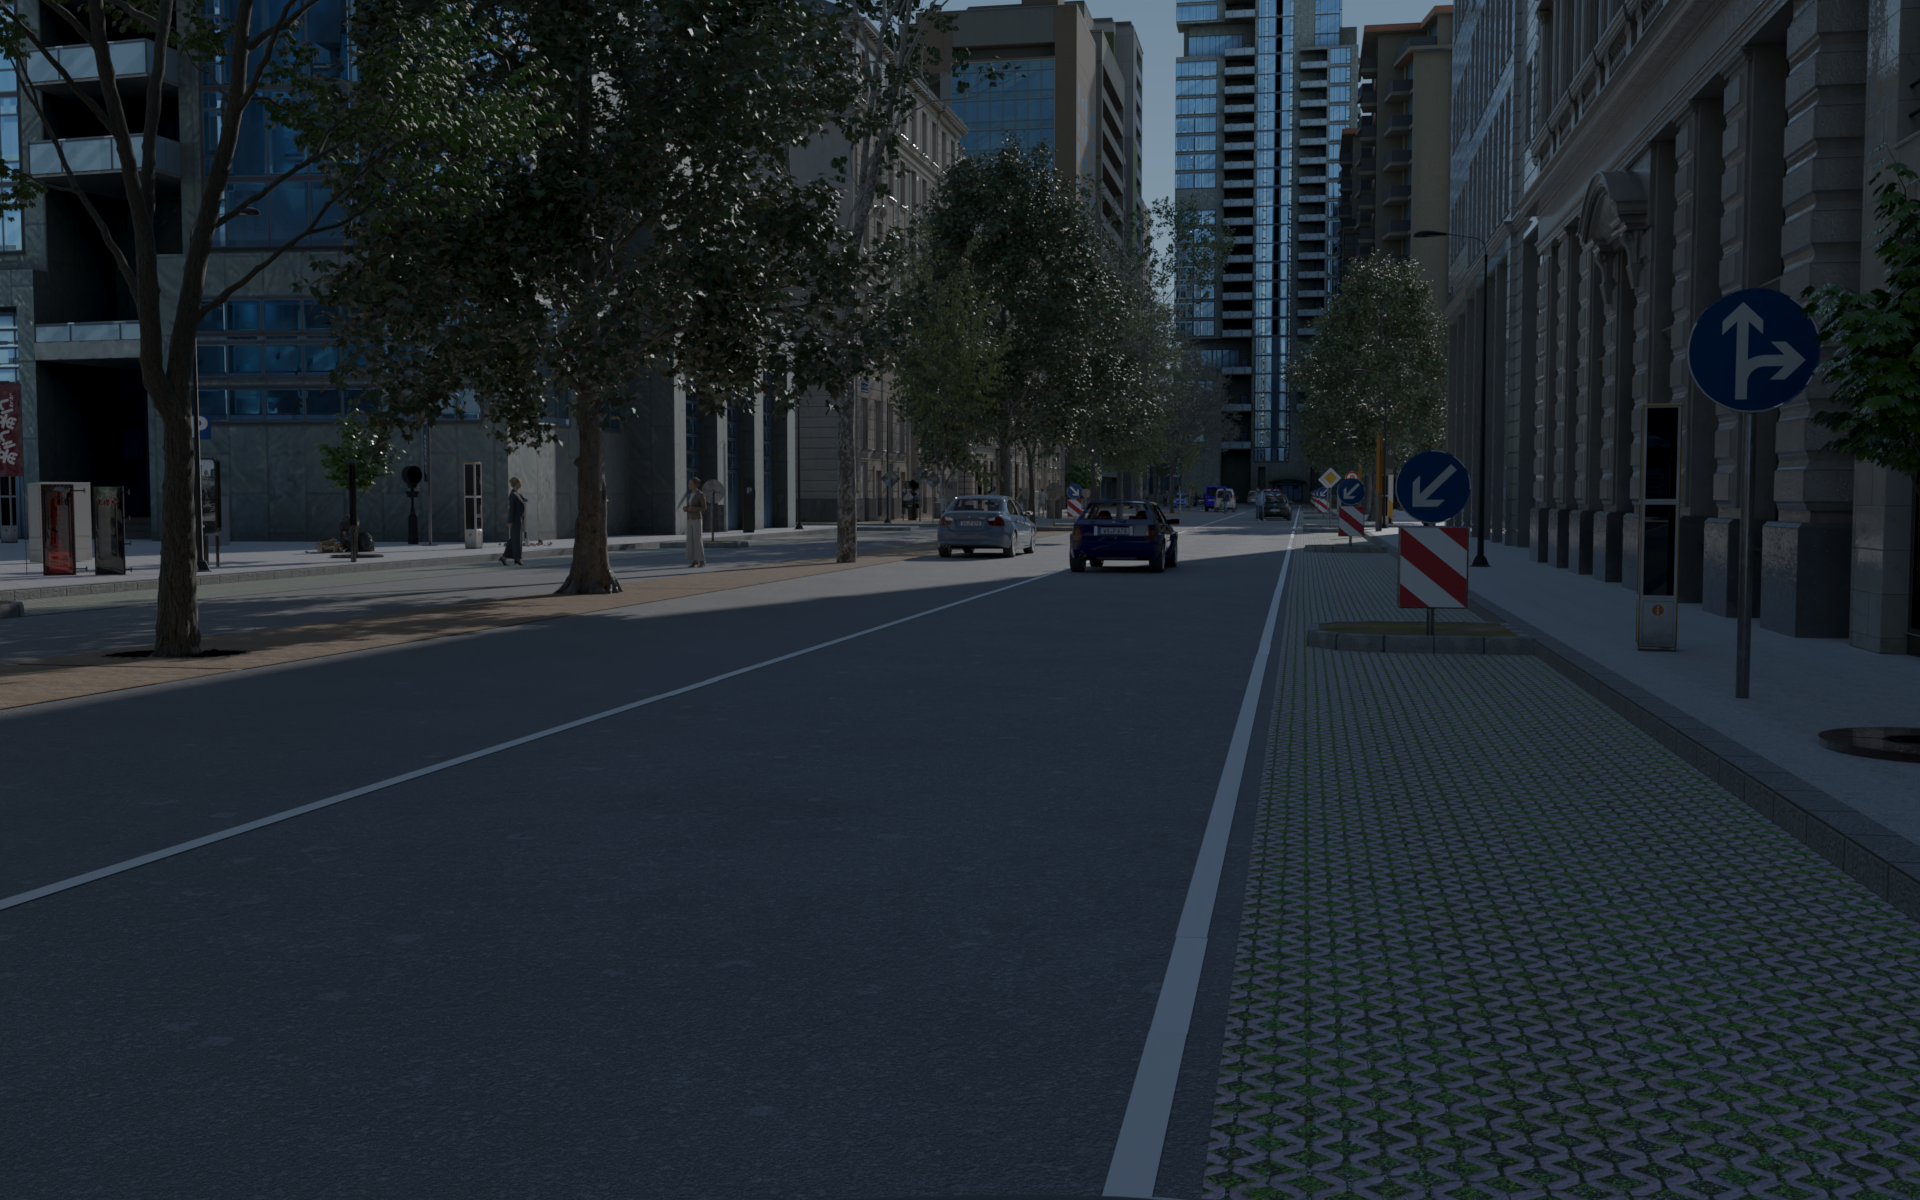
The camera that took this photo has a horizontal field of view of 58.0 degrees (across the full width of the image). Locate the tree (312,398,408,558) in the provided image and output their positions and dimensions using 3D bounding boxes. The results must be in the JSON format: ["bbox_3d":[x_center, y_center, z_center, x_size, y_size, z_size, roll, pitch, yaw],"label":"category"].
[{"bbox_3d":[-12.320,-2.475,35.071,1.663,3.219,1.824,0,3,0],"label":"tree"}]

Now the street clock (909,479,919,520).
[{"bbox_3d":[-2.235,-4.873,84.242,0.471,2.002,0.358,-1,4,-20],"label":"street clock"}]

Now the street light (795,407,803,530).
[{"bbox_3d":[-5.297,-5.500,62.460,1.470,5.913,1.316,1,4,11],"label":"street light"}]

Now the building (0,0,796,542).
[{"bbox_3d":[-23.697,-45.468,56.067,31.000,86.520,22.319,1,4,11],"label":"building"}]

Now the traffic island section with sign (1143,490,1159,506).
[{"bbox_3d":[18.866,-10.229,175.876,1.989,1.847,2.006,1,4,11],"label":"traffic island section with sign"}]

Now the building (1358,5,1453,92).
[{"bbox_3d":[47.860,-30.899,159.824,22.147,44.769,28.867,1,4,11],"label":"building"}]

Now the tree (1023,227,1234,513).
[{"bbox_3d":[6.140,-10.190,79.438,12.009,13.543,11.850,0,3,0],"label":"tree"}]

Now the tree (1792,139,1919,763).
[{"bbox_3d":[5.000,-0.852,8.530,1.663,3.219,1.824,0,3,0],"label":"tree"}]

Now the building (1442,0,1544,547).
[{"bbox_3d":[20.073,-16.469,46.753,11.434,29.767,29.804,1,4,11],"label":"building"}]

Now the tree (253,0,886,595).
[{"bbox_3d":[-5.294,-6.439,24.748,9.611,12.733,9.660,0,3,0],"label":"tree"}]

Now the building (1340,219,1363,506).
[{"bbox_3d":[47.252,-25.110,182.242,14.160,30.474,14.107,1,4,11],"label":"building"}]

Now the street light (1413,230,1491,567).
[{"bbox_3d":[8.672,-3.549,30.559,1.470,5.913,1.316,1,4,11],"label":"street light"}]

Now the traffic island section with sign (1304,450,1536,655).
[{"bbox_3d":[4.308,-0.475,16.402,1.989,1.847,2.006,1,4,11],"label":"traffic island section with sign"}]

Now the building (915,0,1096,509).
[{"bbox_3d":[4.646,-31.077,158.227,14.600,45.320,14.200,1,4,11],"label":"building"}]

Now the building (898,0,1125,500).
[{"bbox_3d":[4.986,-33.831,176.845,21.300,48.544,21.600,1,4,11],"label":"building"}]

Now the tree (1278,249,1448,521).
[{"bbox_3d":[19.618,-10.040,81.157,9.611,12.733,9.660,0,3,0],"label":"tree"}]

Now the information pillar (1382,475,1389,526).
[{"bbox_3d":[16.007,-3.723,65.359,0.304,2.012,0.304,0,4,8],"label":"information pillar"}]

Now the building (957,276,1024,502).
[{"bbox_3d":[-2.016,-15.138,112.142,10.561,19.102,19.286,1,4,11],"label":"building"}]

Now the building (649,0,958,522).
[{"bbox_3d":[-7.922,-17.933,90.473,12.463,27.353,25.104,1,4,11],"label":"building"}]

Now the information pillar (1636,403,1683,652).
[{"bbox_3d":[5.723,-0.593,14.184,0.304,2.012,0.304,1,4,18],"label":"information pillar"}]

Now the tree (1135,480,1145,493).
[{"bbox_3d":[21.331,-12.792,203.753,1.663,3.219,1.824,0,3,0],"label":"tree"}]

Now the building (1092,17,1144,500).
[{"bbox_3d":[8.164,-41.207,215.740,28.212,58.520,21.231,1,4,11],"label":"building"}]

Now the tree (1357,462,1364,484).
[{"bbox_3d":[29.757,-10.856,127.859,4.360,8.622,3.978,0,3,0],"label":"tree"}]

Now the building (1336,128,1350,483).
[{"bbox_3d":[55.398,-33.529,202.824,22.147,44.769,28.867,1,4,11],"label":"building"}]

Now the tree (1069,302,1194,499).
[{"bbox_3d":[8.356,-10.423,91.008,7.486,12.596,7.792,0,3,0],"label":"tree"}]

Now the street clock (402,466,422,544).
[{"bbox_3d":[-13.955,-2.421,44.147,0.358,2.002,0.471,3,4,36],"label":"street clock"}]

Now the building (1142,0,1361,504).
[{"bbox_3d":[41.932,-56.725,240.121,31.000,86.520,22.319,1,4,11],"label":"building"}]

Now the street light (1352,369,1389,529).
[{"bbox_3d":[15.264,-5.621,64.447,1.470,5.913,1.316,1,4,11],"label":"street light"}]

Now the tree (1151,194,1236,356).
[{"bbox_3d":[9.503,-14.918,102.256,12.611,20.169,13.585,0,3,0],"label":"tree"}]

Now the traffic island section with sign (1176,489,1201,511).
[{"bbox_3d":[19.599,-8.569,148.246,2.006,1.907,1.989,1,4,11],"label":"traffic island section with sign"}]

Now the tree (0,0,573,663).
[{"bbox_3d":[-6.811,-5.294,14.763,9.928,11.665,9.643,0,3,0],"label":"tree"}]

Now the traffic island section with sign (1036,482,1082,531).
[{"bbox_3d":[3.570,-3.616,67.265,2.006,1.907,1.989,1,4,11],"label":"traffic island section with sign"}]

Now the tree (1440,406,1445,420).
[{"bbox_3d":[32.004,-10.163,116.526,4.360,8.622,3.978,0,3,0],"label":"tree"}]

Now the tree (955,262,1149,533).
[{"bbox_3d":[2.736,-7.699,62.745,8.767,10.594,7.601,1,4,11],"label":"tree"}]

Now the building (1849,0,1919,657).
[{"bbox_3d":[10.986,-9.178,4.805,10.420,20.320,16.860,1,4,11],"label":"building"}]

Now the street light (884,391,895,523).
[{"bbox_3d":[-2.665,-6.337,76.150,1.470,5.913,1.316,1,4,11],"label":"street light"}]

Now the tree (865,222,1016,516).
[{"bbox_3d":[-0.444,-5.653,45.246,4.737,8.622,4.395,0,3,0],"label":"tree"}]

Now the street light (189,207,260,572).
[{"bbox_3d":[-12.026,-3.412,28.328,1.470,5.913,1.316,1,4,11],"label":"street light"}]

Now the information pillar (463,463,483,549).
[{"bbox_3d":[-11.394,-2.204,40.530,0.304,2.012,0.304,1,4,15],"label":"information pillar"}]

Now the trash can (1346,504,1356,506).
[{"bbox_3d":[25.581,-6.220,113.354,0.748,1.137,0.748,0,3,0],"label":"trash can"}]

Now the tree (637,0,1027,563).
[{"bbox_3d":[-3.386,-10.899,36.547,12.611,20.169,13.585,0,3,0],"label":"tree"}]

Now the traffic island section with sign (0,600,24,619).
[{"bbox_3d":[-12.006,-0.687,19.855,1.989,1.847,2.006,1,4,11],"label":"traffic island section with sign"}]

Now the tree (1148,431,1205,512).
[{"bbox_3d":[17.309,-11.191,135.793,4.737,8.622,4.395,0,3,0],"label":"tree"}]

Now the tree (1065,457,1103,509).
[{"bbox_3d":[10.588,-10.049,148.015,4.285,4.588,4.351,0,3,0],"label":"tree"}]

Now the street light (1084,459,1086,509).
[{"bbox_3d":[11.010,-10.527,144.652,1.470,5.913,1.316,1,4,11],"label":"street light"}]

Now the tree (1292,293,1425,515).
[{"bbox_3d":[25.324,-12.288,107.564,9.857,13.997,8.962,0,3,0],"label":"tree"}]

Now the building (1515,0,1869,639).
[{"bbox_3d":[13.931,-11.864,22.850,11.050,23.489,19.941,1,4,11],"label":"building"}]

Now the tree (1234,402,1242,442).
[{"bbox_3d":[12.956,-12.355,114.824,12.009,13.543,11.850,0,3,0],"label":"tree"}]

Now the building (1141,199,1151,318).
[{"bbox_3d":[19.018,-34.143,241.831,14.086,41.232,14.154,1,4,11],"label":"building"}]

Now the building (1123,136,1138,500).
[{"bbox_3d":[12.080,-31.207,193.823,14.154,41.232,14.086,1,4,11],"label":"building"}]

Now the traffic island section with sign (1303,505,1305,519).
[{"bbox_3d":[9.543,-2.093,42.846,1.989,1.847,2.006,1,4,11],"label":"traffic island section with sign"}]

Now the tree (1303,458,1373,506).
[{"bbox_3d":[32.158,-13.820,144.083,7.486,12.596,7.792,0,3,0],"label":"tree"}]

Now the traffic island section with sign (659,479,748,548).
[{"bbox_3d":[-6.760,-2.307,46.344,1.989,1.847,2.006,1,4,11],"label":"traffic island section with sign"}]

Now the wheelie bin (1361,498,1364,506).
[{"bbox_3d":[27.387,-6.644,116.530,0.693,1.594,0.980,-2,4,-33],"label":"wheelie bin"}]

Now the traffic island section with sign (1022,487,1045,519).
[{"bbox_3d":[3.894,-5.600,100.181,1.989,1.847,2.006,1,4,11],"label":"traffic island section with sign"}]

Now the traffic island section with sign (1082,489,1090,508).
[{"bbox_3d":[9.271,-7.261,127.350,1.989,1.847,2.006,1,4,11],"label":"traffic island section with sign"}]

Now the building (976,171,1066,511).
[{"bbox_3d":[1.020,-20.622,134.430,12.463,27.353,25.104,1,4,11],"label":"building"}]

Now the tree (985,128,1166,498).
[{"bbox_3d":[1.438,-8.233,54.078,9.611,12.733,9.660,0,3,0],"label":"tree"}]

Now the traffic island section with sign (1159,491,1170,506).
[{"bbox_3d":[24.111,-11.847,202.318,1.989,1.847,2.006,1,4,11],"label":"traffic island section with sign"}]
